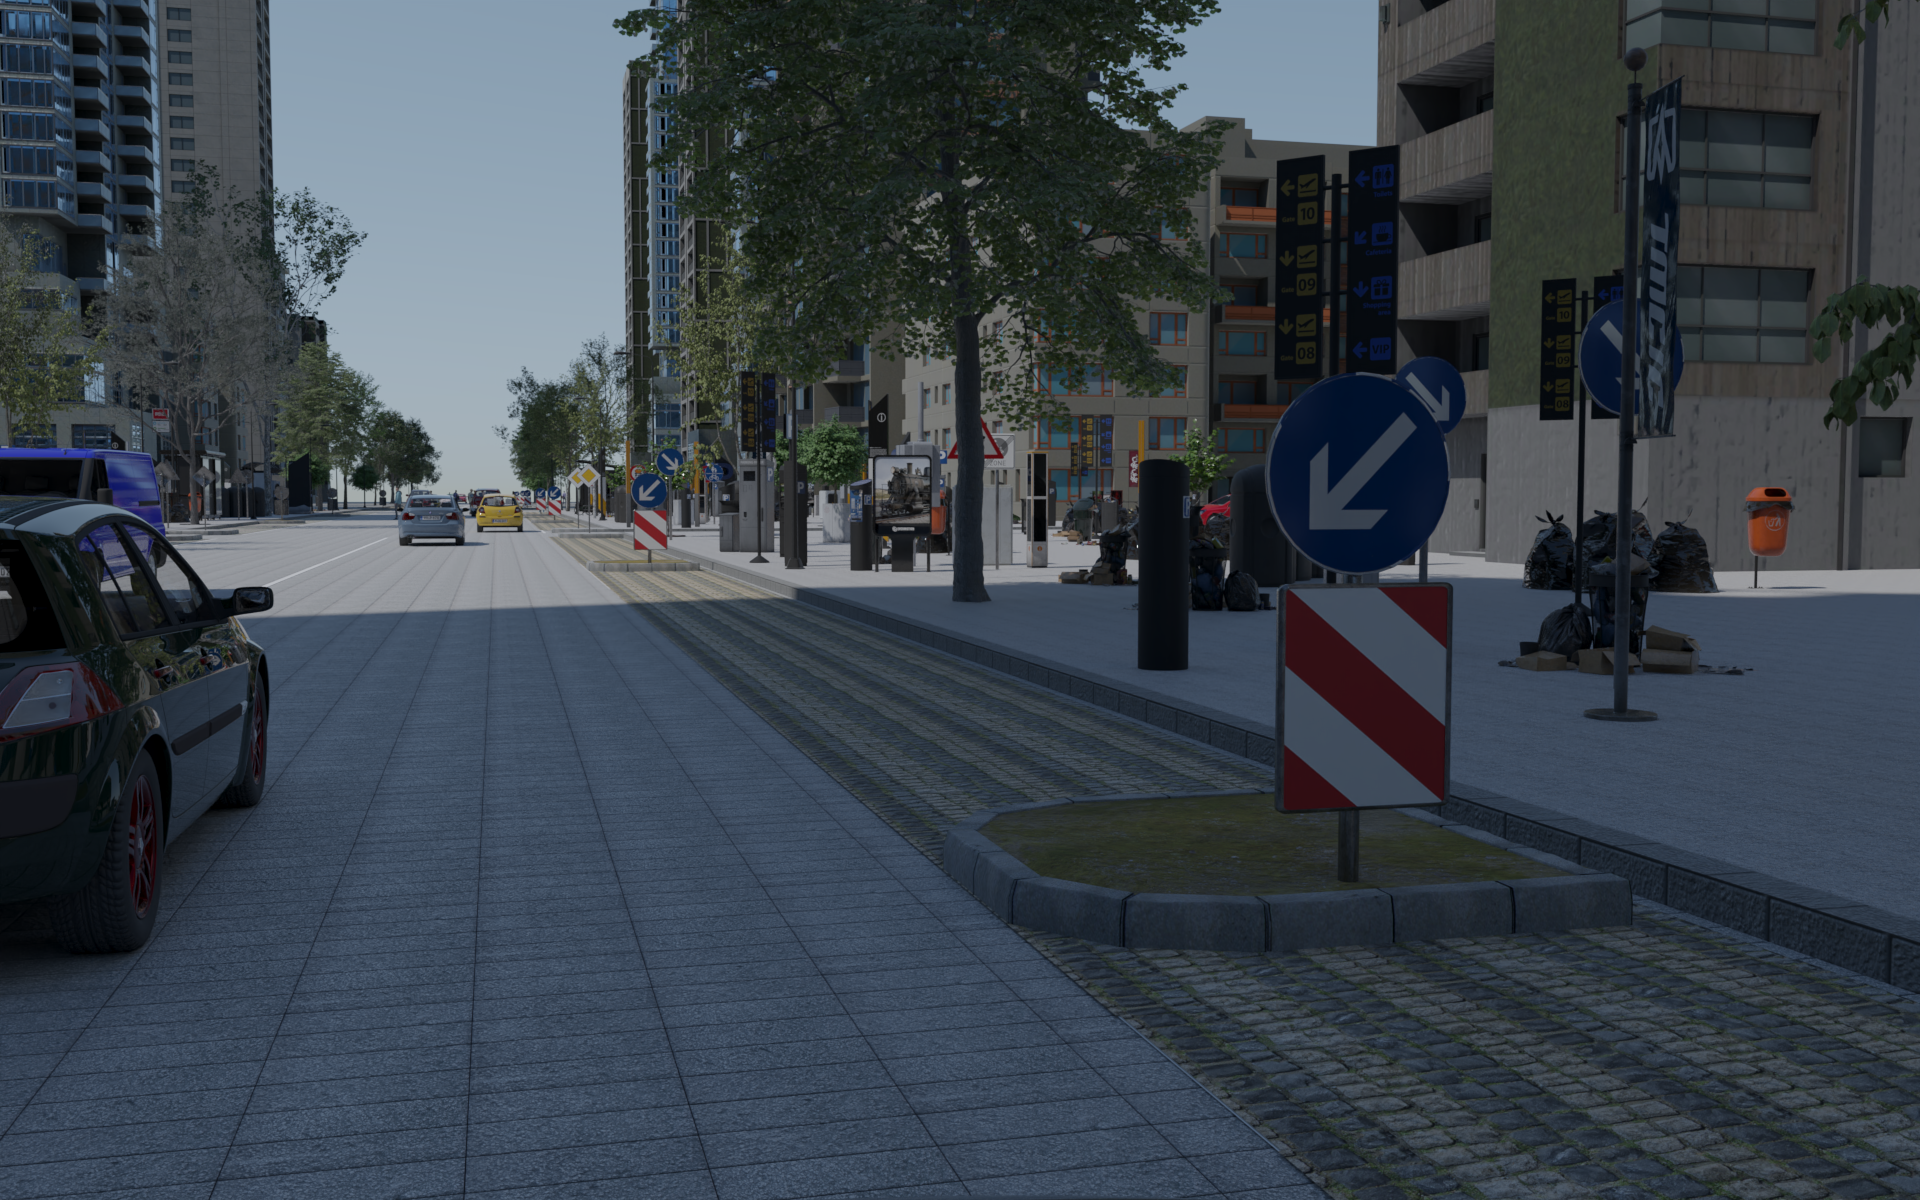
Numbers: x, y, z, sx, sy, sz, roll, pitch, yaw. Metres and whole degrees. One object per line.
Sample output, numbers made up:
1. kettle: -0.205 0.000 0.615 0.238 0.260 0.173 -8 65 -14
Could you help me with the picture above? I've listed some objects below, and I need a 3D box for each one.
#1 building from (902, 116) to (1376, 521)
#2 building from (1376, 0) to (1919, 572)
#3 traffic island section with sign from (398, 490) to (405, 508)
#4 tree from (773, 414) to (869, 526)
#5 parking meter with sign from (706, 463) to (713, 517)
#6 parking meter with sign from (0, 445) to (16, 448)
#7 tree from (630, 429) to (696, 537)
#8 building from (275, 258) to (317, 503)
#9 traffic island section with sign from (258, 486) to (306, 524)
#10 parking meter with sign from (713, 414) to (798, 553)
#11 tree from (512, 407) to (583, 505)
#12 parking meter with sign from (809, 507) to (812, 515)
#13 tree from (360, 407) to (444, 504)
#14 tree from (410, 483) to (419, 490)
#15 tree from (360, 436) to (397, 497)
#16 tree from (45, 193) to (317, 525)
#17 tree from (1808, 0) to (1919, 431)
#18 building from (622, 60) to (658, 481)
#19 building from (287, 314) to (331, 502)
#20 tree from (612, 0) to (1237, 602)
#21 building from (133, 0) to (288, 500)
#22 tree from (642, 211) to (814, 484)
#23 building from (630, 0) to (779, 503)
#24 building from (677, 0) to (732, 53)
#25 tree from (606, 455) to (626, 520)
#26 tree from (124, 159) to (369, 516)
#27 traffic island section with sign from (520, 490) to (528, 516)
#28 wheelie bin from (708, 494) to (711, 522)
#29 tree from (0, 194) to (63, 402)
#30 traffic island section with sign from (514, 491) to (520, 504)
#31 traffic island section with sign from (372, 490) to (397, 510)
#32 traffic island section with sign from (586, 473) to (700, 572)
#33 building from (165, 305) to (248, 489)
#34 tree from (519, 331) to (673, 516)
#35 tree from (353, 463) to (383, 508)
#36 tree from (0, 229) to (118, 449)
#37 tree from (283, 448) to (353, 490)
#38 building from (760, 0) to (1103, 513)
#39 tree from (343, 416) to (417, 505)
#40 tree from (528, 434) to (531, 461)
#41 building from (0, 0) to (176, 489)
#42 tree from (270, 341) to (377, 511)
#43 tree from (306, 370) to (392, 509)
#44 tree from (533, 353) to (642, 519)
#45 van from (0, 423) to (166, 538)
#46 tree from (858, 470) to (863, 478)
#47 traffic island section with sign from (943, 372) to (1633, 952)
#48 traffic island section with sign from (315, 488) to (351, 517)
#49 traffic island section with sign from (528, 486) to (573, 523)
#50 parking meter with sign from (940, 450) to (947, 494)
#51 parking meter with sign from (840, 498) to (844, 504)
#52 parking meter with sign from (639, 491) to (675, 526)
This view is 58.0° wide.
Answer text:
1. building: 13.922 -15.486 98.238 28.899 21.520 27.650 -1 4 -15
2. building: 16.179 -16.146 35.685 14.160 30.474 14.107 -1 4 -15
3. traffic island section with sign: -59.539 -10.725 183.988 1.989 1.847 2.006 -1 4 -15
4. tree: -4.904 -5.215 68.980 4.285 4.588 4.351 0 3 0
5. parking meter with sign: -13.545 -6.184 97.363 0.543 3.016 1.738 2 4 27
6. parking meter with sign: -33.607 -3.947 60.796 0.543 3.016 1.738 -1 4 -16
7. tree: -8.646 -3.501 51.847 1.663 3.219 1.824 0 3 0
8. building: -112.076 -34.326 253.111 32.217 40.220 23.993 -1 4 -15
9. traffic island section with sign: -32.638 -4.573 83.398 1.989 1.847 2.006 -1 4 -15
10. parking meter with sign: -4.466 -2.556 38.047 1.738 3.016 0.543 1 4 21
11. tree: -46.190 -16.452 194.742 9.928 11.665 9.643 0 3 0
12. parking meter with sign: -9.286 -6.614 104.401 1.738 3.016 0.543 -1 4 -11
13. tree: -74.609 -19.005 227.734 9.611 12.733 9.660 0 3 0
14. tree: -88.660 -20.210 280.802 4.737 8.622 4.395 0 3 0
15. tree: -67.756 -15.367 201.620 4.360 8.622 3.978 0 3 0
16. tree: -32.053 -9.875 71.832 12.009 13.543 11.850 0 3 0
17. tree: 4.431 -3.411 6.136 4.737 8.622 4.395 0 3 0
18. building: -46.640 -51.901 286.830 20.563 71.187 20.611 -1 4 -15
19. building: -108.211 -30.773 274.841 14.160 30.474 14.107 -1 4 -15
20. tree: -0.283 -6.246 20.251 7.486 12.596 7.792 0 3 0
21. building: -100.552 -48.498 231.195 20.563 71.187 20.611 -1 4 -15
22. tree: -5.405 -5.629 42.402 4.737 8.622 4.395 0 3 0
23. building: -38.409 -58.026 261.402 22.319 86.520 31.000 -1 4 -15
24. building: -22.115 -46.119 192.292 20.563 71.187 20.611 -1 4 -15
25. tree: -16.849 -5.603 86.212 1.663 3.219 1.824 0 3 0
26. tree: -40.924 -14.890 99.337 12.611 20.169 13.585 0 3 0
27. traffic island section with sign: -27.264 -6.330 112.125 1.989 1.847 2.006 -1 4 -15
28. wheelie bin: -11.813 -4.382 79.558 0.693 1.594 0.980 0 4 -1
29. tree: -23.943 -5.603 41.964 4.360 8.622 3.978 0 3 0
30. traffic island section with sign: -40.168 -9.282 160.388 1.989 1.847 2.006 -1 4 -15
31. traffic island section with sign: -52.571 -9.133 157.945 1.989 1.847 2.006 -1 4 -15
32. traffic island section with sign: -6.024 -1.471 32.674 1.989 1.847 2.006 -1 4 -15
33. building: -86.982 -19.901 170.422 27.650 21.520 28.899 -1 4 -15
34. tree: -21.040 -10.111 99.735 8.767 10.594 7.601 -1 4 -19
35. tree: -56.447 -11.051 164.390 4.285 4.588 4.351 0 3 0
36. tree: -25.793 -5.945 47.568 4.737 8.622 4.395 0 3 0
37. tree: -45.790 -8.418 121.344 4.285 4.588 4.351 0 3 0
38. building: -2.610 -28.792 125.368 22.147 44.769 28.867 -1 4 -15
39. tree: -65.429 -15.866 193.823 7.601 10.594 8.767 3 5 45
40. tree: -39.462 -13.257 167.107 4.737 8.622 4.395 0 3 0
41. building: -77.058 -50.585 139.738 22.319 86.520 31.000 -1 4 -15
42. tree: -47.243 -12.877 128.663 7.486 12.596 7.792 0 3 0
43. tree: -51.312 -13.385 144.603 9.928 11.665 9.643 0 3 0
44. tree: -18.952 -8.584 90.704 4.737 8.622 4.395 0 3 0
45. van: -11.981 -1.125 22.781 2.240 2.365 5.245 -1 4 -14
46. tree: -6.287 -6.862 106.797 1.663 3.219 1.824 0 3 0
47. traffic island section with sign: 1.006 0.138 6.371 1.989 1.847 2.006 -1 4 -15
48. traffic island section with sign: -39.610 -6.166 109.440 1.989 1.847 2.006 -1 4 -15
49. traffic island section with sign: -20.167 -4.705 85.562 1.989 1.847 2.006 -1 4 -15
50. parking meter with sign: -0.805 -4.394 68.109 0.543 3.016 1.738 0 4 2
51. parking meter with sign: -6.143 -5.882 92.437 0.543 3.016 1.738 0 4 3
52. parking meter with sign: -12.265 -4.498 69.798 0.543 3.016 1.738 2 4 26
